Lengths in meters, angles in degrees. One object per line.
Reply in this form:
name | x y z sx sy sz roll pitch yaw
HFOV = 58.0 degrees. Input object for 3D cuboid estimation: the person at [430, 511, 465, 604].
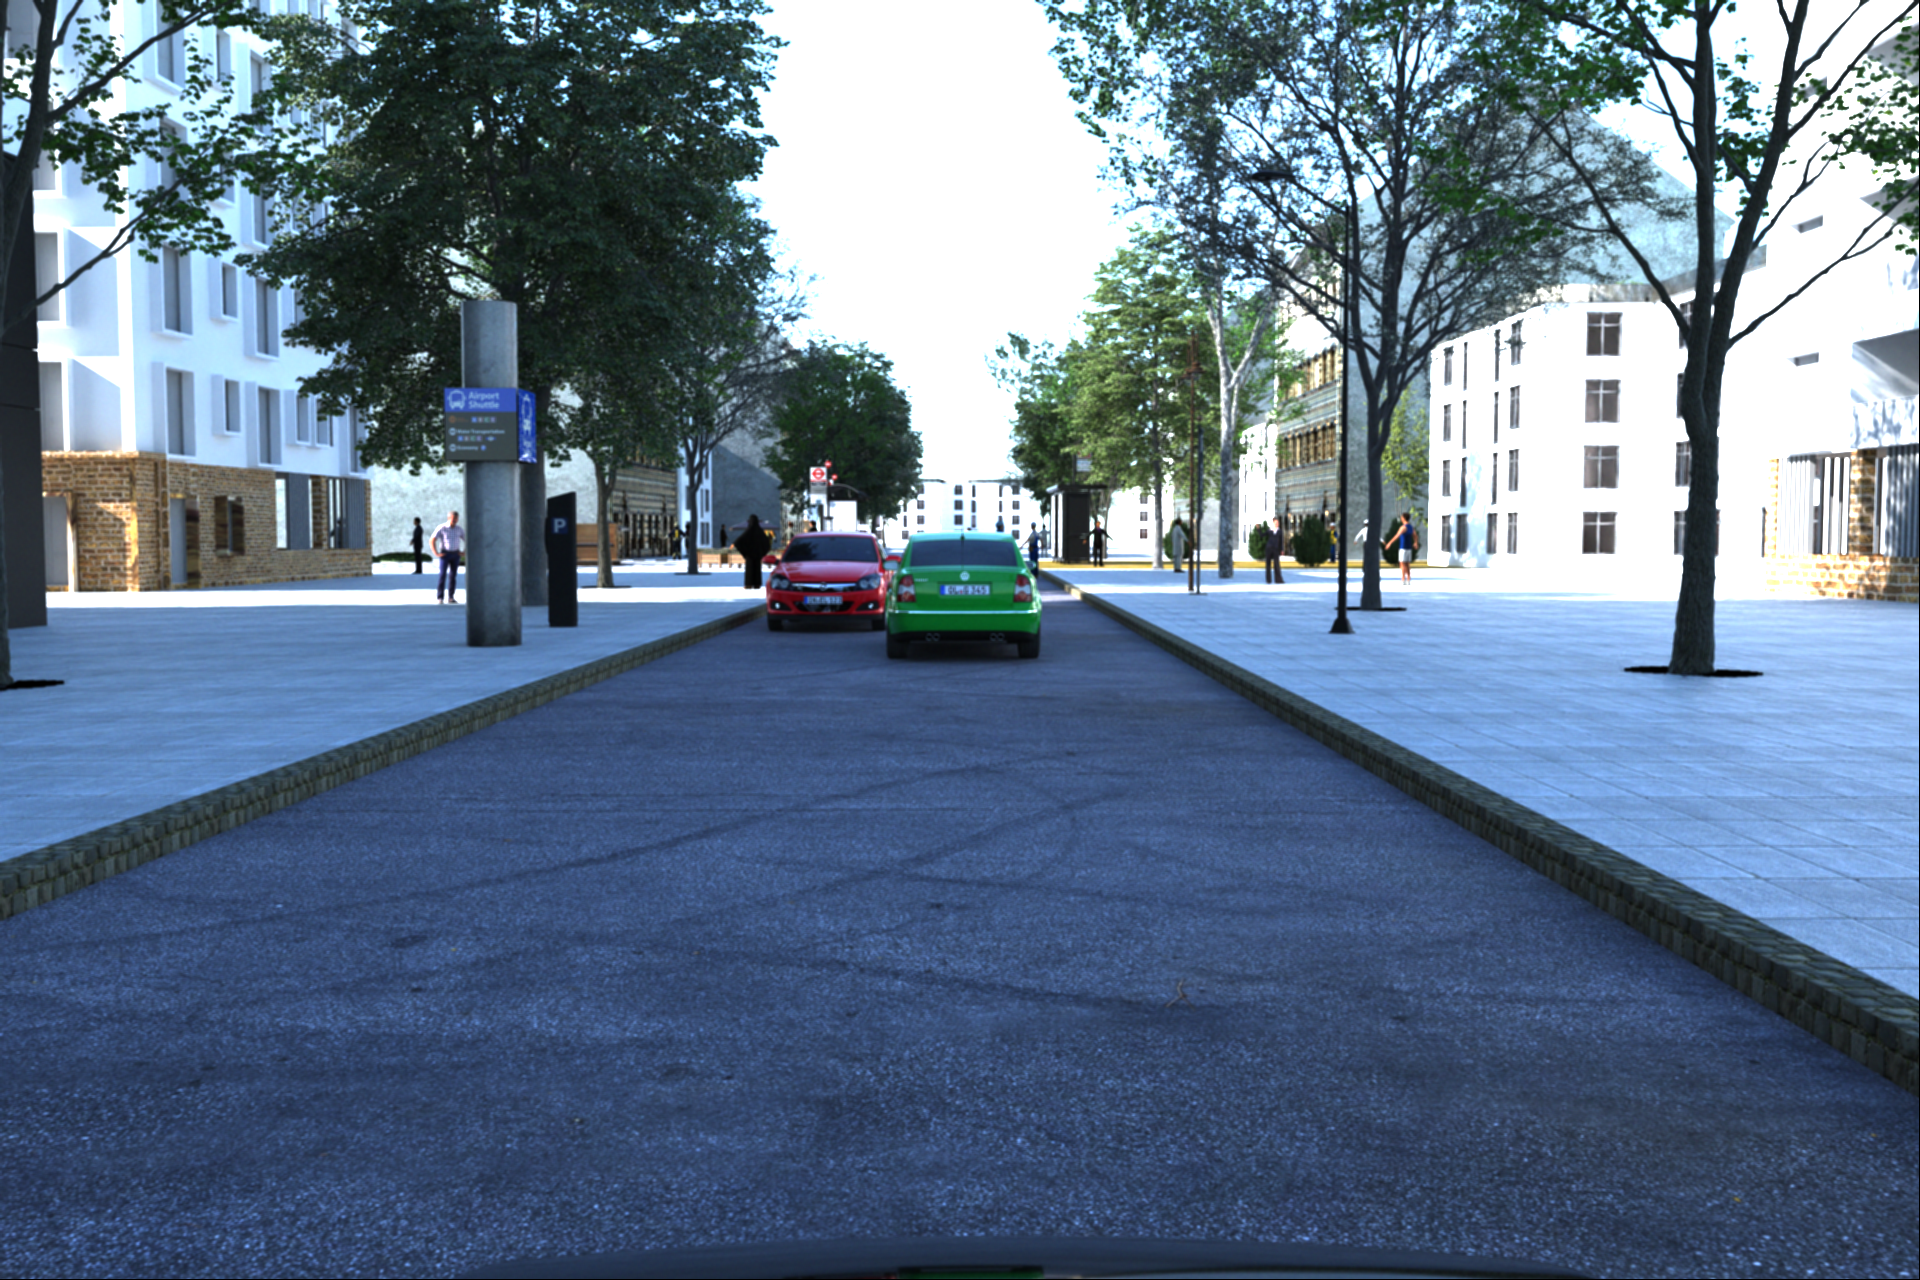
person | -9.452 -1.542 32.198 0.756 1.711 0.436 -2 4 -29

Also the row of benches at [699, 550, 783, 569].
row of benches | -8.046 -2.983 64.234 4.104 0.672 1.422 2 4 33

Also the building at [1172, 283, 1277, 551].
building | 27.795 -19.034 142.142 19.493 23.208 18.063 0 4 1

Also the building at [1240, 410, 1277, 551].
building | 25.687 -10.723 117.472 9.099 9.664 28.070 0 3 0

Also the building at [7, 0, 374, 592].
building | -23.064 -11.206 39.645 16.016 20.090 11.380 0 4 1

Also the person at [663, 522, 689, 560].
person | -13.920 -4.853 85.127 1.354 1.856 0.705 -1 4 -14

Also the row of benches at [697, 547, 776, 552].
row of benches | -10.649 -3.993 80.740 4.104 0.672 1.422 -2 4 -23

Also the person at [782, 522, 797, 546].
person | -7.162 -4.112 73.509 0.705 1.796 1.348 -3 5 -44

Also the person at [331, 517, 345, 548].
person | -19.766 -3.033 55.422 1.345 1.849 0.704 0 4 6

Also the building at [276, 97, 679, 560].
building | -26.135 -16.042 93.211 19.493 23.208 18.063 0 4 1

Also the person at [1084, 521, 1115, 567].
person | 5.476 -3.799 68.341 1.346 1.802 0.704 -1 4 -19

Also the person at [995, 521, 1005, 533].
person | 1.202 -2.567 50.559 0.704 1.817 1.347 -1 4 -9

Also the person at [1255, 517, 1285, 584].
person | 7.999 -2.315 44.691 0.742 1.727 0.445 -1 4 -23

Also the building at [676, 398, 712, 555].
building | -21.616 -10.877 119.994 9.099 9.664 28.070 0 4 0

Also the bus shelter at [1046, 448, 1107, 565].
bus shelter | 5.052 -6.084 77.107 2.179 5.291 8.768 0 4 -2

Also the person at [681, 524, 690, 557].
person | -15.152 -5.510 96.225 0.704 1.843 1.345 1 4 18

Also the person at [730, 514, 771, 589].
person | -4.868 -2.053 40.355 0.721 1.737 1.214 3 5 41

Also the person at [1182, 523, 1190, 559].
person | 11.337 -5.001 87.706 1.347 1.837 0.705 -3 4 -38

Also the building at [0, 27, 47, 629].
building | -27.084 -10.016 7.738 27.936 21.610 32.646 0 4 1

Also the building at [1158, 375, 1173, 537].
building | 27.741 -20.846 197.252 16.016 20.090 11.380 0 4 1

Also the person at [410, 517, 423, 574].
person | -17.615 -3.066 56.183 0.704 1.823 1.345 0 4 -7

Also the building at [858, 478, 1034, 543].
building | -2.874 -19.246 259.280 28.070 9.664 9.099 0 4 3

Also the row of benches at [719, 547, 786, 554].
row of benches | -9.639 -4.107 82.614 4.104 0.672 1.422 1 4 10

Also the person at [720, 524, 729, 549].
person | -12.878 -5.406 94.522 0.704 1.812 1.346 -1 4 -23

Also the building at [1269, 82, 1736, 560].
building | 27.797 -16.027 92.967 19.493 23.208 18.063 0 4 1

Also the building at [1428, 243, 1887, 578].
building | 24.024 -7.112 58.427 9.099 9.664 28.070 0 3 0

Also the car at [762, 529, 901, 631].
car | -1.965 -1.102 27.066 2.155 1.783 4.494 0 4 0

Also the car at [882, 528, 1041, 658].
car | 0.008 -0.767 21.338 1.959 1.807 4.718 0 4 -1

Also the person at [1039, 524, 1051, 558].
person | 4.572 -5.343 93.545 1.347 1.806 0.705 1 4 21

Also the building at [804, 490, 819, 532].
building | -24.289 -22.299 221.000 16.016 20.090 11.380 0 4 1

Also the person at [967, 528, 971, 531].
person | 0.334 -4.523 83.131 0.721 1.740 1.216 1 4 18

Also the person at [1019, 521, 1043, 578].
person | 2.359 -2.915 55.971 0.705 1.847 1.347 2 4 35

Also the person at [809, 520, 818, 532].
person | -5.664 -3.681 66.372 0.705 1.806 1.347 2 4 24

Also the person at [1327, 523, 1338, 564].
person | 16.186 -4.228 75.593 0.721 1.772 1.216 -1 4 -9

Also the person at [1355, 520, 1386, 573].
person | 13.564 -3.113 57.361 0.721 1.778 1.216 -3 5 -42

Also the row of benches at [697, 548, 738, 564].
row of benches | -10.260 -3.674 75.531 1.422 0.672 4.104 1 4 21

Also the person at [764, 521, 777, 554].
person | -8.423 -4.279 75.725 1.354 1.858 0.705 3 5 44

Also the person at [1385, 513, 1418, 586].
person | 11.017 -2.249 42.947 1.345 1.807 0.704 -3 5 -43

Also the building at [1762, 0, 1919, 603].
building | 22.663 -10.956 35.558 16.016 20.090 11.380 0 4 0

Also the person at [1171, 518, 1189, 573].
person | 7.323 -3.168 57.880 0.704 1.819 1.344 -1 4 -17

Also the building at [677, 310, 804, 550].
building | -23.068 -19.078 142.861 19.493 23.208 18.063 0 3 0

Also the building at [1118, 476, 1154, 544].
building | 25.910 -17.104 221.801 9.099 9.664 28.070 0 4 0
